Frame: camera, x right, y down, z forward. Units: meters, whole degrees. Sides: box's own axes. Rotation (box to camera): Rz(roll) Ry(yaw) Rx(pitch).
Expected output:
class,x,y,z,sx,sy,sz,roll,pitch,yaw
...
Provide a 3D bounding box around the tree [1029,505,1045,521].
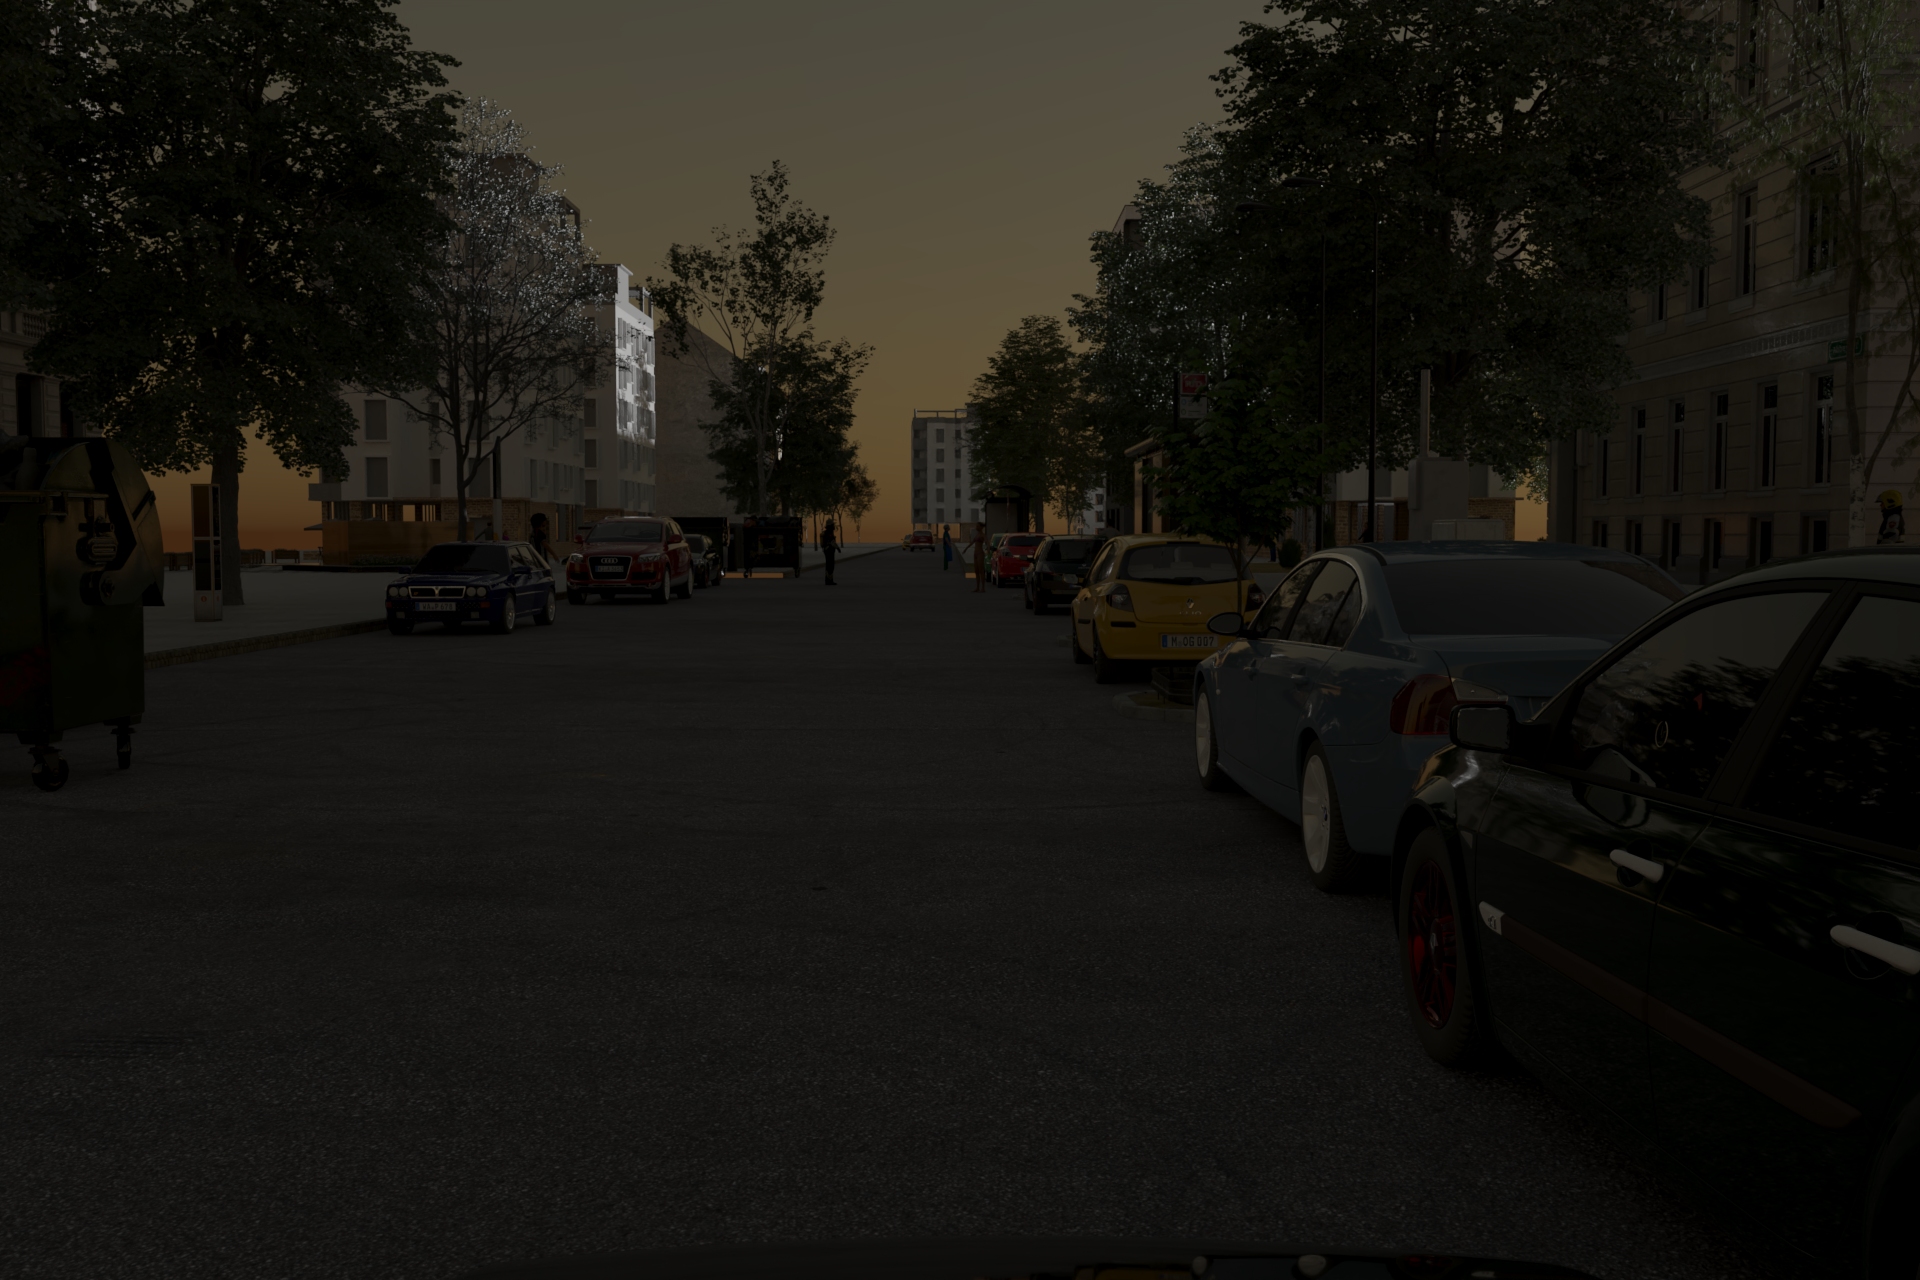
class,x,y,z,sx,sy,sz,roll,pitch,yaw
tree,9.056,-19.536,253.833,7.601,10.594,8.767,0,4,1

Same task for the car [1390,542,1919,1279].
class,x,y,z,sx,sy,sz,roll,pitch,yaw
car,2.141,0.386,3.481,2.009,1.686,4.222,0,4,-1

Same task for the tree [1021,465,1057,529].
class,x,y,z,sx,sy,sz,roll,pitch,yaw
tree,5.005,-10.549,122.840,4.737,8.622,4.395,0,3,0

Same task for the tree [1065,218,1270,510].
class,x,y,z,sx,sy,sz,roll,pitch,yaw
tree,8.976,-9.890,68.355,9.857,13.997,8.962,0,3,0

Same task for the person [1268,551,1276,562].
class,x,y,z,sx,sy,sz,roll,pitch,yaw
person,14.240,-4.446,79.162,0.721,1.772,1.216,3,5,43

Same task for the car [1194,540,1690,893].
class,x,y,z,sx,sy,sz,roll,pitch,yaw
car,2.255,0.231,8.225,2.014,1.417,4.499,0,4,-1

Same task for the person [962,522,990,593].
class,x,y,z,sx,sy,sz,roll,pitch,yaw
person,0.413,-2.032,42.488,0.721,1.733,1.217,-2,4,-31

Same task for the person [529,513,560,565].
class,x,y,z,sx,sy,sz,roll,pitch,yaw
person,-7.736,-1.433,32.028,0.704,1.843,1.345,-2,4,-33

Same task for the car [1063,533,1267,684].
class,x,y,z,sx,sy,sz,roll,pitch,yaw
car,2.113,-0.477,18.016,2.015,1.641,3.980,0,4,-1

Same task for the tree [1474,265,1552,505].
class,x,y,z,sx,sy,sz,roll,pitch,yaw
tree,25.270,-9.497,73.403,7.486,12.596,7.792,0,3,0

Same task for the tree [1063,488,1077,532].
class,x,y,z,sx,sy,sz,roll,pitch,yaw
tree,17.022,-18.443,251.911,4.360,8.622,3.978,0,3,0

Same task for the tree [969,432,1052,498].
class,x,y,z,sx,sy,sz,roll,pitch,yaw
tree,4.705,-14.150,157.113,9.928,11.665,9.643,0,3,0

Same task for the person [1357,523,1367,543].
class,x,y,z,sx,sy,sz,roll,pitch,yaw
person,18.534,-4.456,79.073,0.704,1.802,1.346,-1,4,-16

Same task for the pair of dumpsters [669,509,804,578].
class,x,y,z,sx,sy,sz,roll,pitch,yaw
pair of dumpsters,-7.357,-3.167,56.736,4.436,2.255,1.574,0,4,0

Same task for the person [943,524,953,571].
class,x,y,z,sx,sy,sz,roll,pitch,yaw
person,-0.481,-3.561,66.809,0.704,1.817,1.347,0,4,-4

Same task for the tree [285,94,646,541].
class,x,y,z,sx,sy,sz,roll,pitch,yaw
tree,-13.760,-8.414,47.937,12.009,13.543,11.850,0,3,0

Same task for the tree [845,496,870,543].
class,x,y,z,sx,sy,sz,roll,pitch,yaw
tree,-15.024,-18.530,253.332,4.737,8.622,4.395,0,3,0

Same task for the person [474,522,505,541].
class,x,y,z,sx,sy,sz,roll,pitch,yaw
person,-19.529,-4.015,71.914,1.348,1.796,0.705,0,4,-5

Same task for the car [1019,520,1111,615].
class,x,y,z,sx,sy,sz,roll,pitch,yaw
car,2.122,-1.360,32.028,2.009,1.686,4.222,0,4,-1

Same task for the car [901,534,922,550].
class,x,y,z,sx,sy,sz,roll,pitch,yaw
car,-4.195,-8.732,152.987,2.015,1.641,3.980,0,4,0

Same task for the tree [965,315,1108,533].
class,x,y,z,sx,sy,sz,roll,pitch,yaw
tree,3.803,-10.533,90.335,7.486,12.596,7.792,0,3,0

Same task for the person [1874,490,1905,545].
class,x,y,z,sx,sy,sz,roll,pitch,yaw
person,12.061,-1.026,22.538,0.704,1.858,1.351,2,4,33

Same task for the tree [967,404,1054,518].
class,x,y,z,sx,sy,sz,roll,pitch,yaw
tree,4.233,-13.936,145.980,7.486,12.596,7.792,0,3,0

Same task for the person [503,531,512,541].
class,x,y,z,sx,sy,sz,roll,pitch,yaw
person,-19.582,-4.015,74.919,0.599,1.433,0.991,2,4,28

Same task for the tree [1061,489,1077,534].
class,x,y,z,sx,sy,sz,roll,pitch,yaw
tree,16.799,-18.167,247.391,4.360,8.622,3.978,0,3,0

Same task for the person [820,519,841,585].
class,x,y,z,sx,sy,sz,roll,pitch,yaw
person,-3.636,-2.476,48.721,0.705,1.856,1.354,-1,4,-20

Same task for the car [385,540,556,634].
class,x,y,z,sx,sy,sz,roll,pitch,yaw
car,-7.277,-0.818,25.957,1.945,1.354,3.894,0,3,0

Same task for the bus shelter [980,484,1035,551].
class,x,y,z,sx,sy,sz,roll,pitch,yaw
bus shelter,1.952,-4.803,72.460,2.014,3.302,5.546,0,4,-2

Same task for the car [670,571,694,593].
class,x,y,z,sx,sy,sz,roll,pitch,yaw
car,-7.634,-2.035,42.867,1.945,1.707,3.694,0,4,-1

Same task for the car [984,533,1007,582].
class,x,y,z,sx,sy,sz,roll,pitch,yaw
car,1.621,-2.694,52.836,1.959,1.807,4.718,0,4,-1

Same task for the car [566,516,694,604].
class,x,y,z,sx,sy,sz,roll,pitch,yaw
car,-6.986,-1.735,37.038,2.281,1.827,5.304,0,4,0

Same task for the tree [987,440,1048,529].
class,x,y,z,sx,sy,sz,roll,pitch,yaw
tree,4.112,-10.110,115.662,4.737,8.622,4.395,0,3,0

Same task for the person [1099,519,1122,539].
class,x,y,z,sx,sy,sz,roll,pitch,yaw
person,4.375,-2.707,51.035,1.217,1.739,0.721,-1,4,-18

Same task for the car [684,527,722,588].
class,x,y,z,sx,sy,sz,roll,pitch,yaw
car,-7.520,-2.267,46.848,2.009,1.686,4.222,0,3,0

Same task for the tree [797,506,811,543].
class,x,y,z,sx,sy,sz,roll,pitch,yaw
tree,-22.757,-18.548,253.619,4.737,8.622,4.395,0,3,0

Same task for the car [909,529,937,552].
class,x,y,z,sx,sy,sz,roll,pitch,yaw
car,-3.042,-8.093,140.996,2.281,1.827,5.304,0,4,-1

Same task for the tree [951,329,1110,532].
class,x,y,z,sx,sy,sz,roll,pitch,yaw
tree,4.609,-11.772,102.845,12.009,13.543,11.850,0,3,0

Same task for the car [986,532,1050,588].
class,x,y,z,sx,sy,sz,roll,pitch,yaw
car,1.819,-2.361,47.649,2.155,1.783,4.494,0,4,-2

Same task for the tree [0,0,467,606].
class,x,y,z,sx,sy,sz,roll,pitch,yaw
tree,-13.371,-7.609,31.057,9.857,13.997,8.962,0,3,0

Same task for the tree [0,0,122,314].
class,x,y,z,sx,sy,sz,roll,pitch,yaw
tree,-13.581,-6.771,17.363,9.857,13.997,8.962,0,3,0

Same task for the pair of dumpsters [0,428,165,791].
class,x,y,z,sx,sy,sz,roll,pitch,yaw
pair of dumpsters,-7.102,-0.307,9.967,4.436,2.255,1.574,0,4,0

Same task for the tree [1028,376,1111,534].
class,x,y,z,sx,sy,sz,roll,pitch,yaw
tree,4.909,-8.017,81.437,4.360,8.622,3.978,0,3,0

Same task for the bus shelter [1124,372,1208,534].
class,x,y,z,sx,sy,sz,roll,pitch,yaw
bus shelter,5.098,-3.852,40.615,2.179,5.291,8.768,0,4,0
